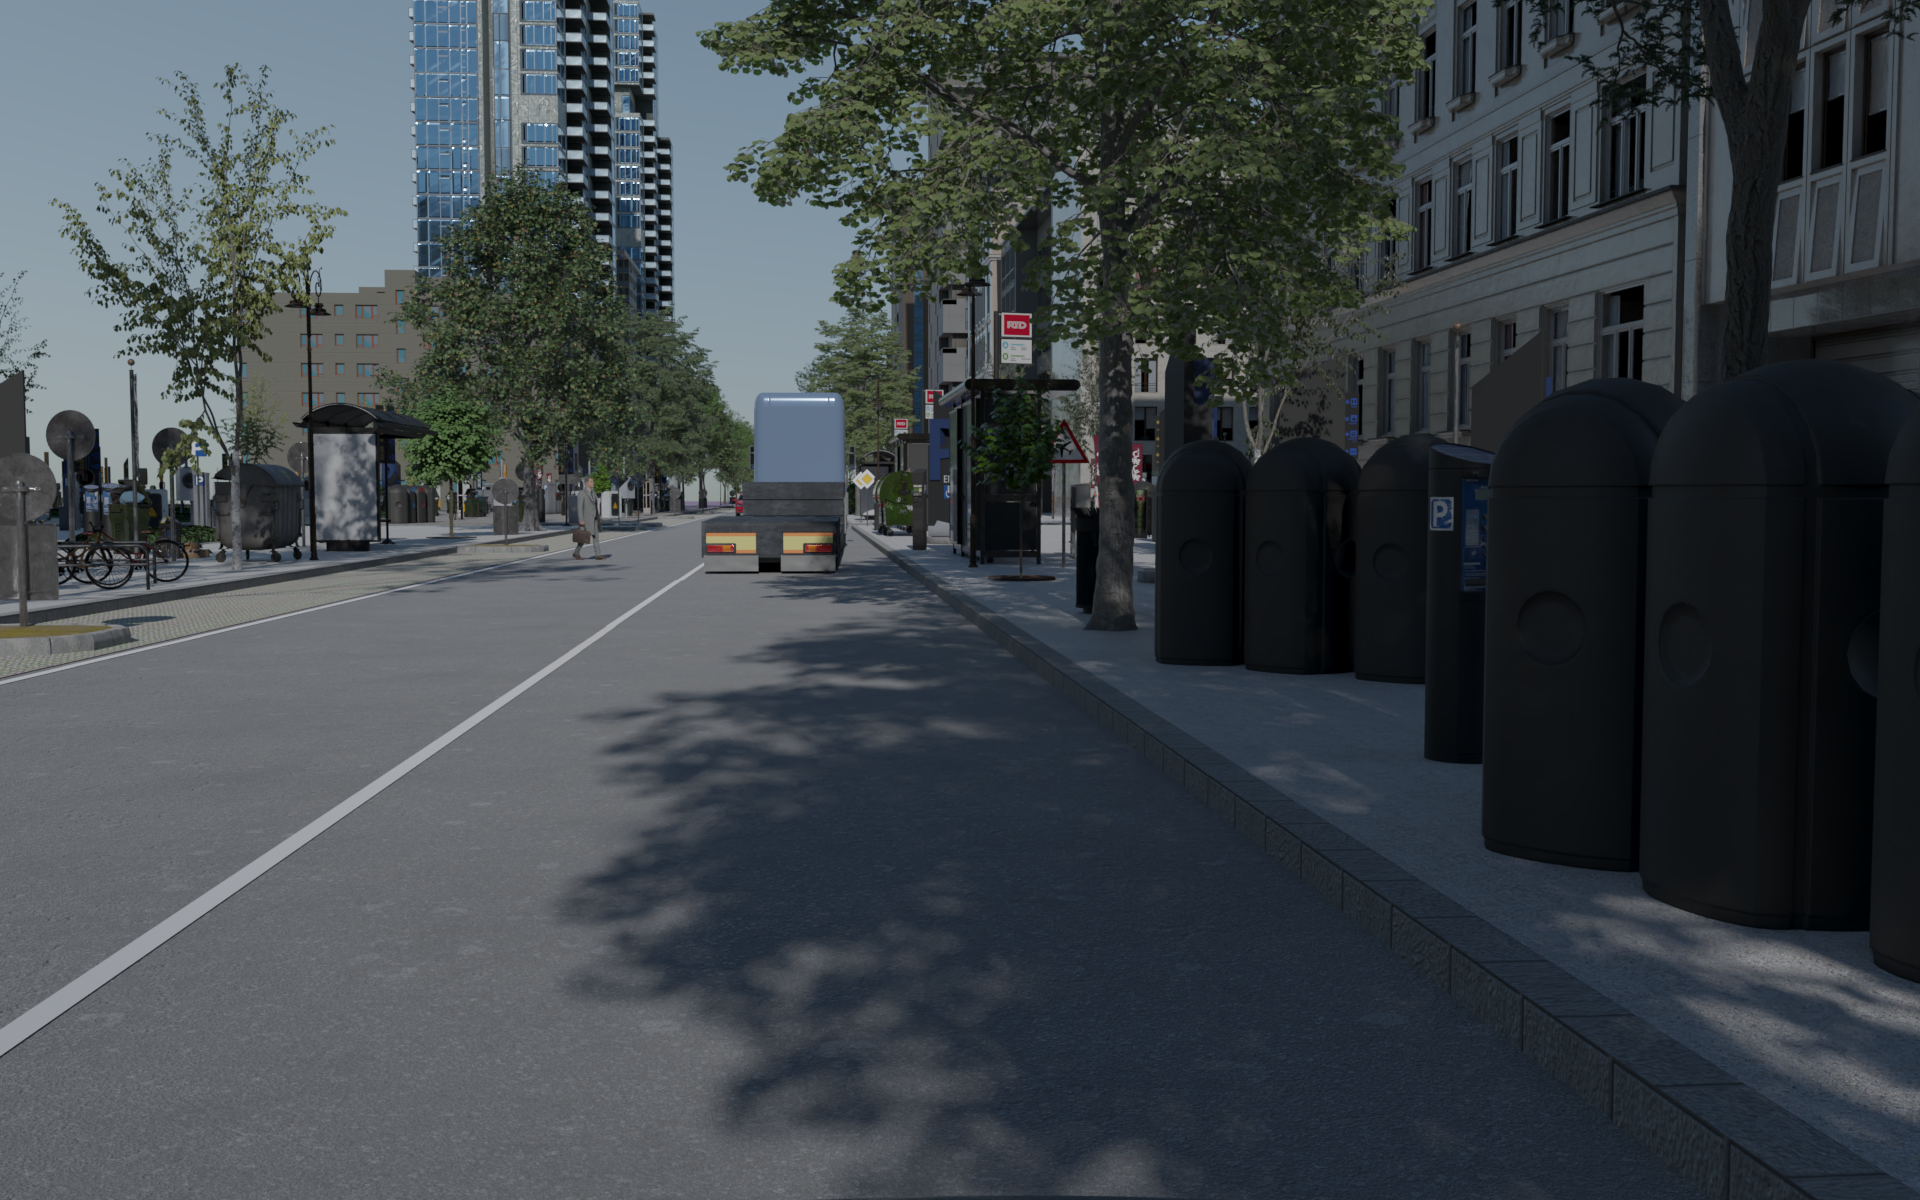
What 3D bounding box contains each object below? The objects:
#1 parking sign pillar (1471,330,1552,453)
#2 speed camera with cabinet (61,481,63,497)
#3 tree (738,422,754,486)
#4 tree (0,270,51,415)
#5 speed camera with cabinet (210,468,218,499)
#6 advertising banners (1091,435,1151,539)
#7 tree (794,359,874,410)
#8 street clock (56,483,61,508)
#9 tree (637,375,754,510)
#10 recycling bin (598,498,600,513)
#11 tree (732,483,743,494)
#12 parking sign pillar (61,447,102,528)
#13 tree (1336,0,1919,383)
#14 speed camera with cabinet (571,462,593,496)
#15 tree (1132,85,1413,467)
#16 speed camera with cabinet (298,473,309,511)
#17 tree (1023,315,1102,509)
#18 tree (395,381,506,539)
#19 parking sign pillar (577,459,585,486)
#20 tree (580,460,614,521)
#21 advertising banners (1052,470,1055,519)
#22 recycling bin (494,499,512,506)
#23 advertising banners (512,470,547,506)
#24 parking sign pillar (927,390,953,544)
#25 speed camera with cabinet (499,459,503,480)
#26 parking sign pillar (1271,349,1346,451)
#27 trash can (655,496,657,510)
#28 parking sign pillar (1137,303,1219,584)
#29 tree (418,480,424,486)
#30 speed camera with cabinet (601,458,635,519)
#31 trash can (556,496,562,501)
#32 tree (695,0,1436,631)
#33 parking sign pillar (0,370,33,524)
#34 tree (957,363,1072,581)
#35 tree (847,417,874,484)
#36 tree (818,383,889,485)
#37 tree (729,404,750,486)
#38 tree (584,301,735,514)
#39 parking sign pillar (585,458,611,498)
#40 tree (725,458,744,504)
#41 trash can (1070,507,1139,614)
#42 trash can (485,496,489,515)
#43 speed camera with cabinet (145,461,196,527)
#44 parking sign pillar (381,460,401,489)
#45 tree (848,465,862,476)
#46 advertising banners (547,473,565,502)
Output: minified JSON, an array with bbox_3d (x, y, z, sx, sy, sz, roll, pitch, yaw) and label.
[{"bbox_3d":[9.253,-2.483,29.067,1.447,3.967,1.447,-3,5,-43],"label":"parking sign pillar"},{"bbox_3d":[-60.054,-7.534,117.523,0.660,3.252,2.038,1,4,12],"label":"speed camera with cabinet"},{"bbox_3d":[-37.572,-24.571,308.396,9.857,13.997,8.962,0,3,0],"label":"tree"},{"bbox_3d":[-30.037,-6.262,52.754,4.360,8.622,3.978,0,3,0],"label":"tree"},{"bbox_3d":[-55.596,-8.197,128.353,0.660,3.252,2.038,3,5,41],"label":"speed camera with cabinet"},{"bbox_3d":[4.685,-3.313,50.354,2.074,3.025,0.090,3,5,43],"label":"advertising banners"},{"bbox_3d":[-14.065,-22.166,218.307,12.611,20.169,13.585,0,3,0],"label":"tree"},{"bbox_3d":[-58.262,-6.566,111.921,0.358,2.002,0.471,-1,4,-16],"label":"street clock"},{"bbox_3d":[-23.221,-13.324,143.606,9.928,11.665,9.643,0,3,0],"label":"tree"},{"bbox_3d":[-22.100,-5.758,106.690,0.722,1.027,0.722,3,5,40],"label":"recycling bin"},{"bbox_3d":[-33.351,-16.165,258.899,1.663,3.219,1.824,0,3,0],"label":"tree"},{"bbox_3d":[-33.564,-4.754,66.193,1.447,3.967,1.447,-1,4,-13],"label":"parking sign pillar"},{"bbox_3d":[2.918,-4.421,6.704,7.601,10.594,8.767,-3,5,-40],"label":"tree"},{"bbox_3d":[-20.473,-6.087,93.852,0.660,3.252,2.038,-2,4,-31],"label":"speed camera with cabinet"},{"bbox_3d":[5.254,-4.816,29.107,4.360,8.622,3.978,0,3,0],"label":"tree"},{"bbox_3d":[-34.356,-5.833,89.699,2.038,3.252,0.660,0,4,1],"label":"speed camera with cabinet"},{"bbox_3d":[5.199,-7.235,68.647,4.360,8.622,3.978,0,3,0],"label":"tree"},{"bbox_3d":[-14.933,-4.080,50.420,4.285,4.588,4.351,0,3,0],"label":"tree"},{"bbox_3d":[-29.501,-8.991,135.474,1.447,3.967,1.447,1,4,9],"label":"parking sign pillar"},{"bbox_3d":[-17.352,-5.472,84.061,1.663,3.219,1.824,0,3,0],"label":"tree"},{"bbox_3d":[4.804,-5.675,88.968,0.090,3.025,2.074,0,3,0],"label":"advertising banners"},{"bbox_3d":[-23.473,-4.672,88.944,0.722,1.027,0.722,-3,5,-39],"label":"recycling bin"},{"bbox_3d":[-26.291,-6.662,105.113,2.074,3.025,0.090,0,4,0],"label":"advertising banners"},{"bbox_3d":[-0.167,-3.439,44.694,1.447,3.967,1.447,2,4,29],"label":"parking sign pillar"},{"bbox_3d":[-25.690,-6.329,97.808,0.660,3.252,2.038,-1,4,-13],"label":"speed camera with cabinet"},{"bbox_3d":[6.458,-2.672,32.163,1.447,3.967,1.447,-1,4,-12],"label":"parking sign pillar"},{"bbox_3d":[-20.545,-6.344,115.373,0.748,1.137,0.748,0,3,0],"label":"trash can"},{"bbox_3d":[3.306,-2.244,25.158,1.447,3.967,1.447,0,4,-5],"label":"parking sign pillar"},{"bbox_3d":[-37.712,-10.455,121.301,4.737,8.622,4.395,0,3,0],"label":"tree"},{"bbox_3d":[-18.081,-5.951,91.634,0.660,3.252,2.038,2,4,30],"label":"speed camera with cabinet"},{"bbox_3d":[-28.656,-6.827,123.276,0.748,1.137,0.748,0,3,0],"label":"trash can"},{"bbox_3d":[1.358,-6.015,16.466,7.486,12.596,7.792,0,3,0],"label":"tree"},{"bbox_3d":[-20.961,-3.007,37.632,1.447,3.967,1.447,-1,4,-15],"label":"parking sign pillar"},{"bbox_3d":[0.779,-1.910,25.825,1.663,3.219,1.824,0,3,0],"label":"tree"},{"bbox_3d":[-7.544,-11.115,132.086,4.737,8.622,4.395,0,3,0],"label":"tree"},{"bbox_3d":[-11.102,-15.964,171.382,12.009,13.543,11.850,0,3,0],"label":"tree"},{"bbox_3d":[-24.987,-15.236,166.115,9.611,12.733,9.660,0,3,0],"label":"tree"},{"bbox_3d":[-20.406,-12.638,113.284,9.857,13.997,8.962,0,3,0],"label":"tree"},{"bbox_3d":[-25.856,-8.345,124.910,1.447,3.967,1.447,0,4,8],"label":"parking sign pillar"},{"bbox_3d":[-30.374,-16.940,227.325,4.360,8.622,3.978,0,3,0],"label":"tree"},{"bbox_3d":[1.554,-0.430,18.683,0.748,1.137,0.748,0,3,0],"label":"trash can"},{"bbox_3d":[-29.157,-5.761,105.852,0.748,1.137,0.748,0,3,0],"label":"trash can"},{"bbox_3d":[-26.673,-3.908,58.234,2.038,3.252,0.660,-3,5,-39],"label":"speed camera with cabinet"},{"bbox_3d":[-35.504,-7.318,108.118,1.447,3.967,1.447,2,4,31],"label":"parking sign pillar"},{"bbox_3d":[-18.095,-19.727,248.297,9.928,11.665,9.643,0,3,0],"label":"tree"},{"bbox_3d":[-33.284,-8.995,143.258,2.074,3.025,0.090,1,4,15],"label":"advertising banners"}]
